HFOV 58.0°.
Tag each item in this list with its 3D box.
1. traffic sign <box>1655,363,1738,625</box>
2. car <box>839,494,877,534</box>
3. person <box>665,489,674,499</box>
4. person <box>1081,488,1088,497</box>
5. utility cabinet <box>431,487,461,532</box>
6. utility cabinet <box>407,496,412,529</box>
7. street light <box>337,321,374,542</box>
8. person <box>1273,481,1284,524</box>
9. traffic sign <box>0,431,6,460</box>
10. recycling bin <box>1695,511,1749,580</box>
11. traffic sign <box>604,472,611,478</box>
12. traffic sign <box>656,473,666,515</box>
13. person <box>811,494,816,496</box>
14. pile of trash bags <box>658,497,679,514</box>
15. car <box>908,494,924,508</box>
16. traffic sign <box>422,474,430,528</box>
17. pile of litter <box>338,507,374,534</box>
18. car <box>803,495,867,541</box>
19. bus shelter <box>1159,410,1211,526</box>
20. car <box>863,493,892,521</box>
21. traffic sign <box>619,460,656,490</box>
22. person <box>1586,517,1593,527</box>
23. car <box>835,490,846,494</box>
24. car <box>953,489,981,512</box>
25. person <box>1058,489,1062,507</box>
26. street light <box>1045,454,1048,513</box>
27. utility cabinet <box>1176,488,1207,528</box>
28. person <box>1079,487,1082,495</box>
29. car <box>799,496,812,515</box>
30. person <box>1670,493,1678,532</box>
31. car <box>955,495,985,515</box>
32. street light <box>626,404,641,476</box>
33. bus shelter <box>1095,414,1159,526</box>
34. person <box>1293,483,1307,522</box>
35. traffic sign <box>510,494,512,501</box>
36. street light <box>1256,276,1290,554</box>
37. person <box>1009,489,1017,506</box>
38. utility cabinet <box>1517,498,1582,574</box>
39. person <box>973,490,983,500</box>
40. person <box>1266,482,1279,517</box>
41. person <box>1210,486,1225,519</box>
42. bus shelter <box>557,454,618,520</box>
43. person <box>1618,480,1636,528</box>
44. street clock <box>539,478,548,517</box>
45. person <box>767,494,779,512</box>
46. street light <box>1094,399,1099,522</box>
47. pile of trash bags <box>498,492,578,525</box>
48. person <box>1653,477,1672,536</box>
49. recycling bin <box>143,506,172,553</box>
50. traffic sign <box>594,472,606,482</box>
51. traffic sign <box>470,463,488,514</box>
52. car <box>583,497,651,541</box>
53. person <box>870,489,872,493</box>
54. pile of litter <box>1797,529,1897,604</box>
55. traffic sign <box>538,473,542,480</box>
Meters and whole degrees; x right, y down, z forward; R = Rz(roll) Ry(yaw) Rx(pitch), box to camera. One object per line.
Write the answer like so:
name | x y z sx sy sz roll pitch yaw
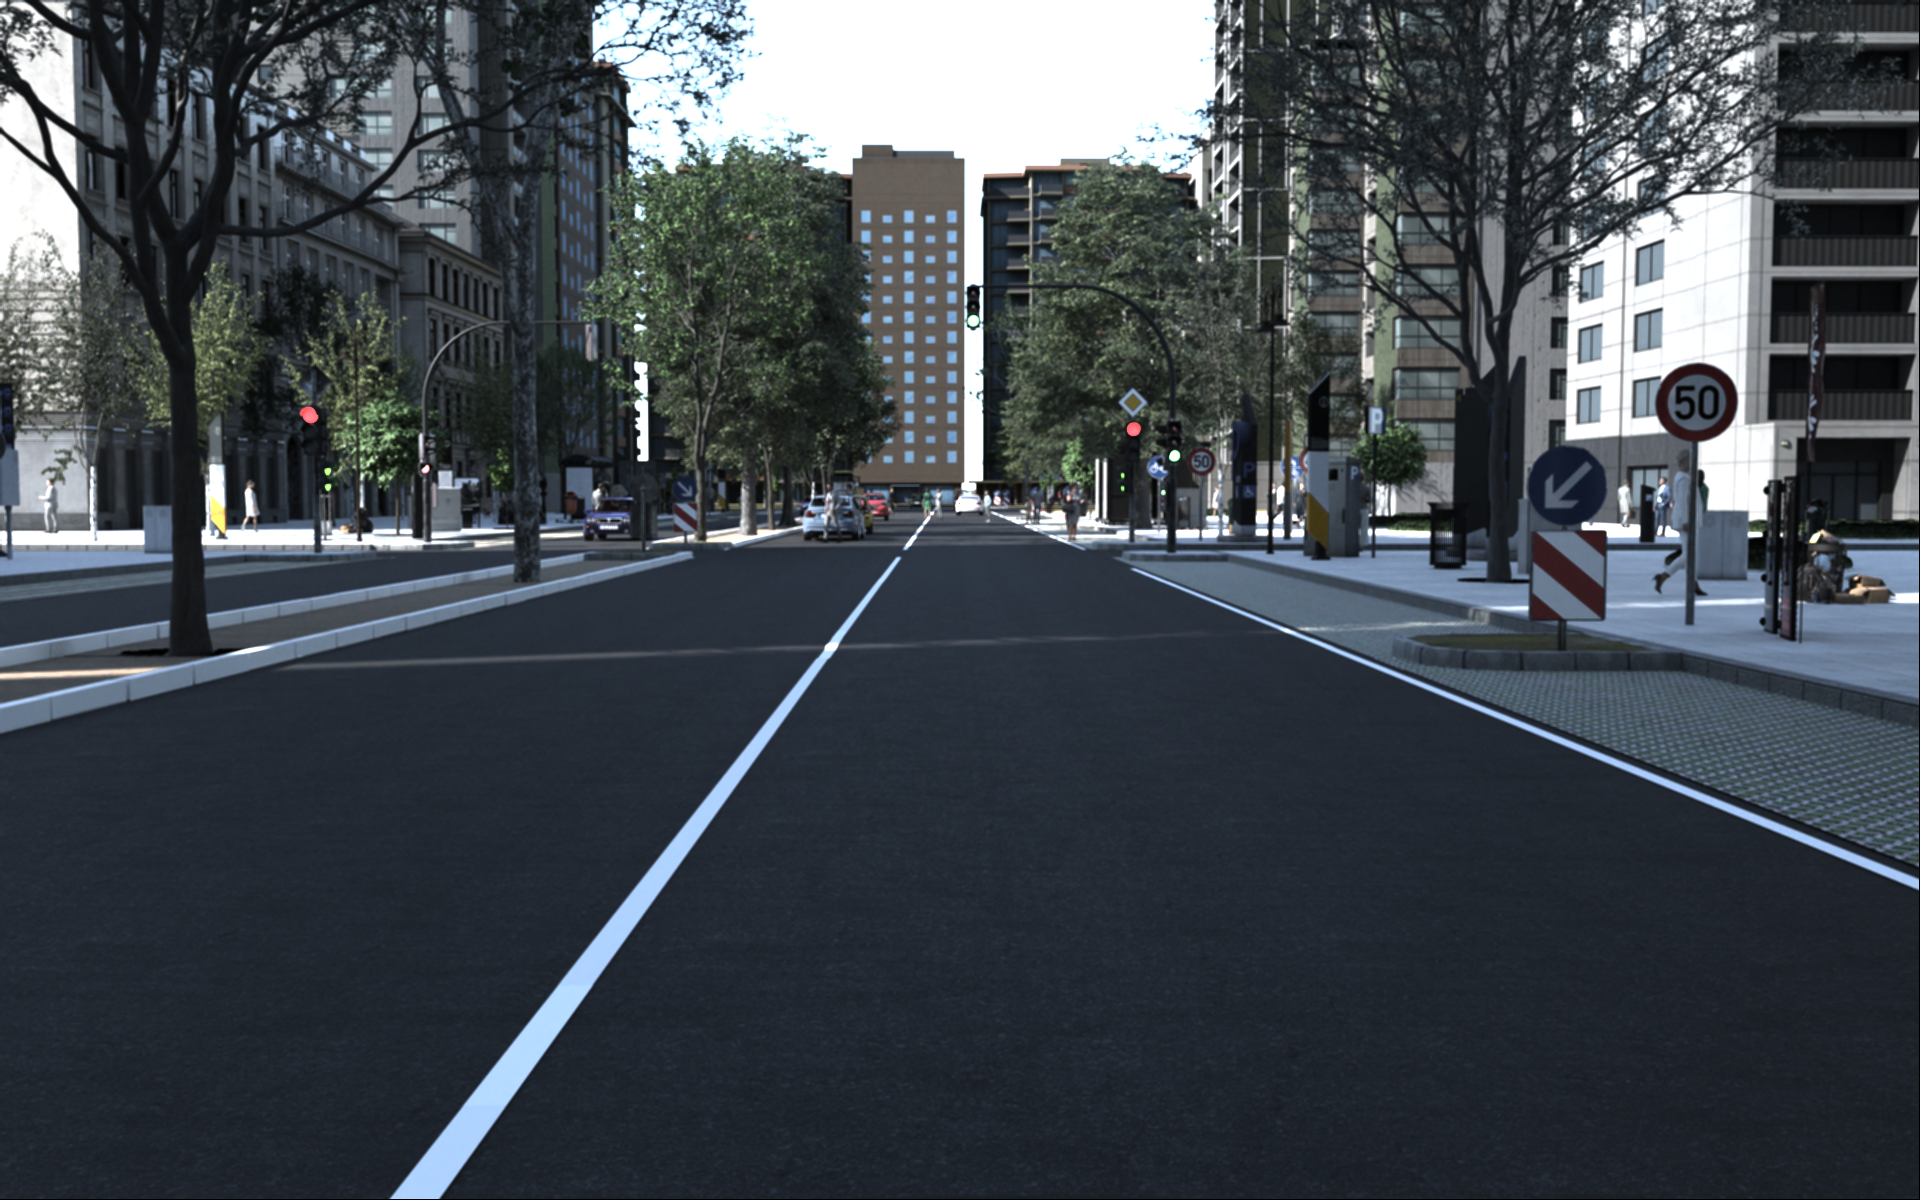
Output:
traffic sign | 7.165 -1.029 16.930 0.768 2.556 0.104 1 4 8
car | -4.030 -3.246 63.303 2.015 1.641 3.980 0 4 -2
person | -29.693 -10.403 176.654 1.217 1.766 0.721 2 4 33
person | 7.785 -6.250 108.569 0.374 1.781 0.599 3 5 41
utility cabinet | -17.295 -3.018 58.026 0.318 1.500 1.173 3 4 38
utility cabinet | -20.398 -3.268 64.592 0.306 1.237 1.020 -1 4 -23
street light | -16.113 -4.496 46.296 0.468 5.910 1.993 0 4 0
person | 13.752 -4.185 74.321 0.795 1.843 0.661 -1 4 -14
traffic sign | -17.704 -1.918 31.461 0.768 2.556 0.104 0 4 2
recycling bin | 11.494 -0.836 26.219 0.722 1.027 0.722 1 4 17
traffic sign | -20.901 -6.229 101.948 0.768 2.556 0.104 0 4 5
traffic sign | -18.206 -6.421 105.089 0.768 2.556 0.104 0 4 3
person | -10.968 -7.435 130.778 0.721 1.736 1.217 3 4 37
pile of trash bags | -19.820 -6.267 112.217 3.447 1.369 1.912 -1 4 -10
car | -4.240 -10.075 174.504 2.009 1.686 4.222 0 4 1
traffic sign | -20.559 -3.921 66.244 0.606 2.300 0.079 0 4 2
pile of litter | -19.913 -2.624 56.870 1.176 0.858 1.719 1 4 15
car | -3.954 -2.607 54.627 2.014 1.417 4.499 0 3 0
bus shelter | 8.997 -5.876 73.702 2.179 5.291 8.768 0 4 0
car | -4.745 -5.173 93.611 2.155 1.783 4.494 0 4 -2
traffic sign | -19.500 -6.783 104.777 2.265 3.308 0.079 0 4 7
person | 24.952 -3.808 68.485 0.419 1.800 0.721 2 4 26
car | -11.134 -9.531 164.500 2.281 1.827 5.304 0 4 -2
car | 0.577 -7.970 138.987 2.281 1.827 5.304 0 4 0
person | 10.283 -10.527 178.099 0.705 1.831 1.348 0 4 4
street light | 6.018 -9.028 120.400 0.468 5.910 1.993 0 4 0
utility cabinet | 8.577 -3.411 64.445 1.173 1.500 0.318 0 4 -1
person | 8.241 -6.934 119.520 0.635 1.810 0.391 -2 4 -28
car | -9.880 -6.410 117.387 1.945 1.354 3.894 0 4 -1
person | 24.353 -3.232 58.667 0.755 1.850 0.659 -2 4 -24
car | 0.683 -6.474 118.216 2.083 1.381 4.827 0 4 1
street light | -16.466 -7.018 87.527 0.468 5.910 1.993 0 4 0
bus shelter | 6.762 -5.884 73.840 2.179 5.291 8.768 0 4 0
person | 15.486 -4.420 78.728 0.576 1.772 0.534 -1 4 -14
traffic sign | -21.030 -4.949 81.027 0.768 2.556 0.104 0 4 5
street light | 6.651 -3.925 36.959 0.468 5.910 1.993 0 4 0
person | 5.847 -11.374 192.144 1.348 1.807 0.705 -2 4 -33
utility cabinet | 9.531 -1.029 27.985 1.020 1.237 0.306 -1 4 -16
person | 1.220 -7.504 131.705 1.217 1.766 0.721 1 4 18
person | 14.140 -4.419 78.257 0.622 1.834 0.822 1 4 11
person | 13.467 -5.120 90.508 0.760 1.731 0.466 -1 4 -10
bus shelter | -19.158 -5.842 89.434 2.014 3.302 5.546 0 4 0
person | 25.130 -3.615 65.246 0.767 1.812 0.694 -2 4 -25
street clock | -18.265 -4.366 75.961 0.358 2.002 0.471 0 4 -3
person | -14.999 -7.942 138.332 0.705 1.826 1.348 3 4 36
street light | 6.337 -6.570 80.204 0.468 5.910 1.993 0 4 0
pile of trash bags | -17.984 -3.912 73.711 3.447 1.369 1.912 0 4 -7
person | 21.368 -2.846 52.756 0.419 1.800 0.721 -1 4 -20
recycling bin | -17.295 -1.546 37.823 0.722 1.027 0.722 1 4 17
traffic sign | -20.530 -6.029 98.676 0.768 2.556 0.104 1 4 9
traffic sign | -19.918 -4.376 71.652 0.768 2.556 0.104 0 4 6
car | -10.715 -2.554 54.337 1.945 1.354 3.894 0 4 -2
person | -7.272 -8.156 141.828 1.348 1.826 0.705 -2 4 -27
pile of litter | 10.683 -0.418 20.799 1.719 0.858 1.176 -2 4 -31
traffic sign | -16.477 -4.070 66.545 0.884 2.594 0.081 0 4 5
